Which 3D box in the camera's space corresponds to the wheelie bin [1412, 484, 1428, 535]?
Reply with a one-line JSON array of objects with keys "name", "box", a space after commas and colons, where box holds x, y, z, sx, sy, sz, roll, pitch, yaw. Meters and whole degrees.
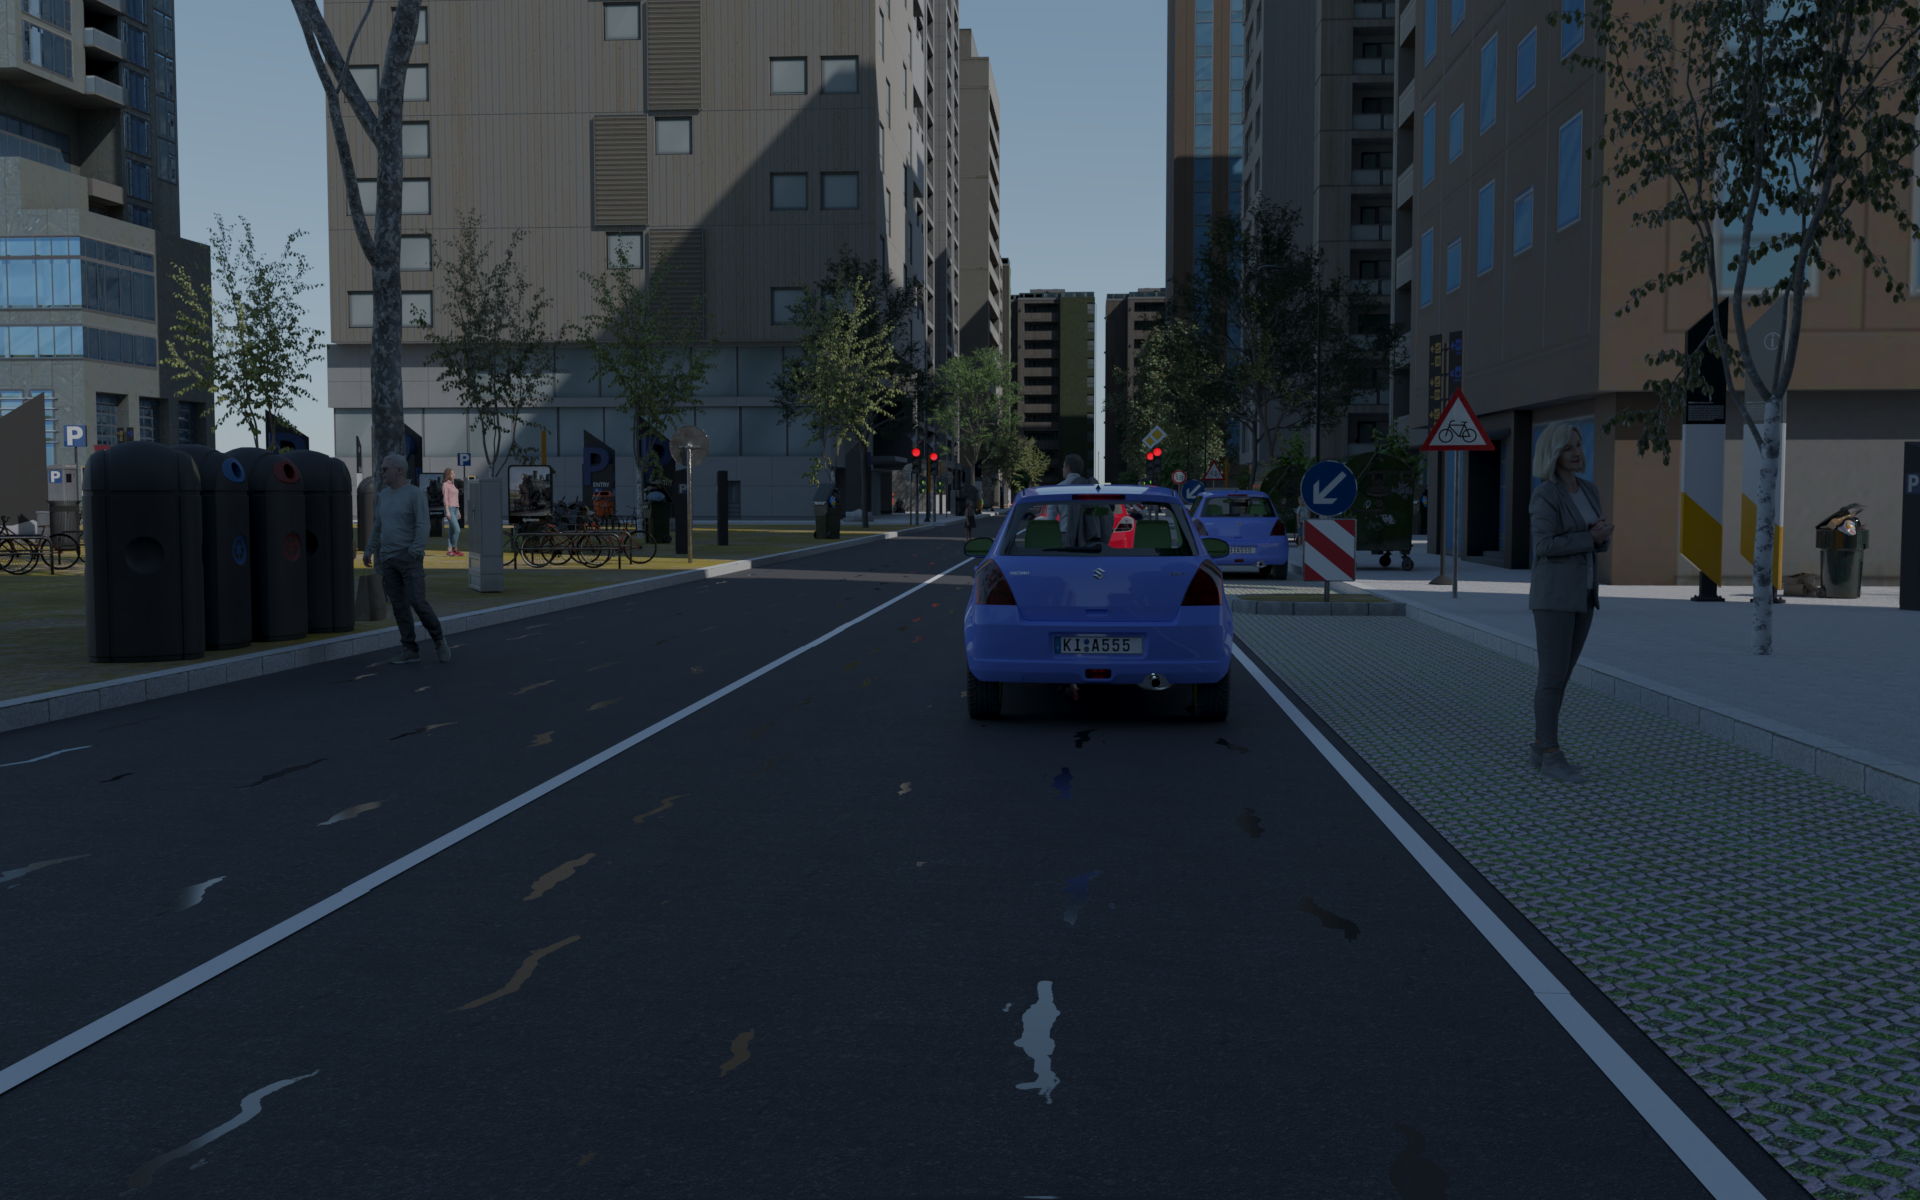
[{"name": "wheelie bin", "box": [14.480, -2.859, 54.650, 0.693, 1.594, 0.980, -2, 4, -31]}]

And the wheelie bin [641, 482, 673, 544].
[{"name": "wheelie bin", "box": [-7.868, -2.266, 44.956, 0.693, 1.594, 0.980, -2, 4, -32]}]

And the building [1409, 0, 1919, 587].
[{"name": "building", "box": [16.165, -23.177, 29.060, 14.600, 45.320, 14.200, 0, 4, 4]}]

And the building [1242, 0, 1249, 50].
[{"name": "building", "box": [21.523, -24.592, 85.671, 14.086, 41.232, 14.154, 0, 4, 4]}]

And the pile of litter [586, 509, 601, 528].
[{"name": "pile of litter", "box": [-14.549, -3.205, 66.367, 1.719, 0.858, 1.176, -1, 4, -18]}]

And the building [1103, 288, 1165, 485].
[{"name": "building", "box": [27.513, -29.003, 245.894, 14.107, 30.474, 14.160, 0, 4, 4]}]

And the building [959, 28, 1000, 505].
[{"name": "building", "box": [-6.933, -34.385, 185.892, 21.300, 48.544, 21.600, 0, 4, 4]}]

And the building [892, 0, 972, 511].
[{"name": "building", "box": [-8.405, -44.386, 163.958, 20.563, 71.187, 20.611, 0, 4, 4]}]

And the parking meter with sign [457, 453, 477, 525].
[{"name": "parking meter with sign", "box": [-20.629, -4.685, 72.867, 0.543, 3.016, 1.738, -2, 4, -30]}]

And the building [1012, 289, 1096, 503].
[{"name": "building", "box": [12.326, -29.085, 247.244, 14.107, 30.474, 14.160, 0, 4, 4]}]

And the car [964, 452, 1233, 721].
[{"name": "car", "box": [0.967, -0.165, 12.294, 1.945, 1.707, 3.694, 0, 4, 4]}]

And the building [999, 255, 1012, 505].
[{"name": "building", "box": [-1.062, -27.475, 220.922, 14.107, 30.474, 14.160, 0, 4, 4]}]

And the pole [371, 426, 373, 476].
[{"name": "pole", "box": [-17.505, -3.548, 51.855, 0.158, 3.312, 0.155, 0, 3, 0]}]

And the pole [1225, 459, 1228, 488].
[{"name": "pole", "box": [15.519, -6.545, 100.854, 0.158, 3.312, 0.155, 0, 3, 0]}]

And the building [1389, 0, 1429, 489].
[{"name": "building", "box": [26.330, -26.325, 54.121, 21.300, 48.544, 21.600, 0, 4, 4]}]

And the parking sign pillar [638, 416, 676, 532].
[{"name": "parking sign pillar", "box": [-10.376, -4.327, 59.220, 1.447, 3.967, 1.447, -3, 5, -43]}]

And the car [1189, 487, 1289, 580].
[{"name": "car", "box": [4.689, -1.252, 30.066, 1.945, 1.707, 3.694, 0, 4, 4]}]

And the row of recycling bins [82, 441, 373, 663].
[{"name": "row of recycling bins", "box": [-6.271, -0.471, 14.808, 1.069, 1.692, 3.534, 0, 4, 5]}]

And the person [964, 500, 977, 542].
[{"name": "person", "box": [0.317, -2.360, 51.751, 0.362, 1.253, 0.373, -3, 5, -43]}]

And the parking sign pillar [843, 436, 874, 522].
[{"name": "parking sign pillar", "box": [-4.703, -5.615, 80.271, 1.447, 3.967, 1.447, 3, 5, 42]}]

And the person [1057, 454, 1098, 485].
[{"name": "person", "box": [1.199, -0.529, 17.254, 0.679, 1.850, 0.850, 0, 4, -1]}]

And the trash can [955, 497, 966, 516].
[{"name": "trash can", "box": [0.041, -5.453, 100.803, 0.748, 1.137, 0.748, 0, 3, 0]}]

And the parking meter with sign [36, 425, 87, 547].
[{"name": "parking meter with sign", "box": [-22.321, -2.859, 43.001, 0.543, 3.016, 1.738, 0, 4, -2]}]

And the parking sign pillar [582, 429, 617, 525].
[{"name": "parking sign pillar", "box": [-15.025, -5.111, 72.043, 1.447, 3.967, 1.447, 0, 4, 6]}]

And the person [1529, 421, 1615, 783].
[{"name": "person", "box": [3.134, -0.008, 8.811, 0.537, 1.800, 0.526, -2, 4, -28]}]

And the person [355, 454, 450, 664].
[{"name": "person", "box": [-4.779, -0.352, 14.746, 0.782, 1.767, 0.515, 2, 4, 27]}]

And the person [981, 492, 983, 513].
[{"name": "person", "box": [1.309, -6.800, 117.468, 0.529, 1.795, 0.600, 0, 4, 6]}]

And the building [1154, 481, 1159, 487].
[{"name": "building", "box": [40.170, -31.829, 212.290, 32.217, 40.220, 23.993, 0, 4, 4]}]

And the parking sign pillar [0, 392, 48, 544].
[{"name": "parking sign pillar", "box": [-24.741, -3.486, 45.472, 1.447, 3.967, 1.447, -3, 5, -43]}]

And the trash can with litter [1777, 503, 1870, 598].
[{"name": "trash can with litter", "box": [10.678, -0.618, 21.489, 0.624, 1.170, 1.055, -3, 4, -37]}]

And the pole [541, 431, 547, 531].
[{"name": "pole", "box": [-13.365, -3.782, 55.687, 0.158, 3.312, 0.155, 0, 3, 0]}]

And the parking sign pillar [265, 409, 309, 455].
[{"name": "parking sign pillar", "box": [-21.356, -4.076, 55.111, 1.447, 3.967, 1.447, -2, 4, -29]}]

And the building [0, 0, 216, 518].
[{"name": "building", "box": [-58.740, -47.849, 95.005, 31.000, 86.520, 22.319, 0, 4, 4]}]

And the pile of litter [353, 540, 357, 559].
[{"name": "pile of litter", "box": [-12.155, -1.173, 33.148, 1.176, 0.858, 1.719, 0, 4, 7]}]

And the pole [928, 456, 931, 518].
[{"name": "pole", "box": [-1.645, -5.998, 91.909, 0.158, 3.312, 0.155, 0, 3, 0]}]

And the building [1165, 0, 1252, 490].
[{"name": "building", "box": [23.517, -29.782, 137.049, 14.600, 45.320, 14.200, 0, 4, 4]}]

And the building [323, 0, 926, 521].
[{"name": "building", "box": [-16.355, -30.945, 95.193, 28.713, 52.752, 27.495, 0, 4, 4]}]

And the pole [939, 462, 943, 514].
[{"name": "pole", "box": [-1.213, -7.073, 109.481, 0.158, 3.312, 0.155, 0, 3, 0]}]

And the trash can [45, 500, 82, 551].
[{"name": "trash can", "box": [-20.159, -1.673, 39.001, 0.748, 1.137, 0.748, 0, 3, 0]}]

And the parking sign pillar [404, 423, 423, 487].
[{"name": "parking sign pillar", "box": [-17.824, -4.089, 55.323, 1.447, 3.967, 1.447, 1, 4, 20]}]

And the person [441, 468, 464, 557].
[{"name": "person", "box": [-10.418, -1.801, 35.495, 0.388, 1.821, 0.555, 0, 4, -3]}]

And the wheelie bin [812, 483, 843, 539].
[{"name": "wheelie bin", "box": [-3.797, -2.551, 49.625, 0.980, 1.594, 0.693, 3, 5, 44]}]
